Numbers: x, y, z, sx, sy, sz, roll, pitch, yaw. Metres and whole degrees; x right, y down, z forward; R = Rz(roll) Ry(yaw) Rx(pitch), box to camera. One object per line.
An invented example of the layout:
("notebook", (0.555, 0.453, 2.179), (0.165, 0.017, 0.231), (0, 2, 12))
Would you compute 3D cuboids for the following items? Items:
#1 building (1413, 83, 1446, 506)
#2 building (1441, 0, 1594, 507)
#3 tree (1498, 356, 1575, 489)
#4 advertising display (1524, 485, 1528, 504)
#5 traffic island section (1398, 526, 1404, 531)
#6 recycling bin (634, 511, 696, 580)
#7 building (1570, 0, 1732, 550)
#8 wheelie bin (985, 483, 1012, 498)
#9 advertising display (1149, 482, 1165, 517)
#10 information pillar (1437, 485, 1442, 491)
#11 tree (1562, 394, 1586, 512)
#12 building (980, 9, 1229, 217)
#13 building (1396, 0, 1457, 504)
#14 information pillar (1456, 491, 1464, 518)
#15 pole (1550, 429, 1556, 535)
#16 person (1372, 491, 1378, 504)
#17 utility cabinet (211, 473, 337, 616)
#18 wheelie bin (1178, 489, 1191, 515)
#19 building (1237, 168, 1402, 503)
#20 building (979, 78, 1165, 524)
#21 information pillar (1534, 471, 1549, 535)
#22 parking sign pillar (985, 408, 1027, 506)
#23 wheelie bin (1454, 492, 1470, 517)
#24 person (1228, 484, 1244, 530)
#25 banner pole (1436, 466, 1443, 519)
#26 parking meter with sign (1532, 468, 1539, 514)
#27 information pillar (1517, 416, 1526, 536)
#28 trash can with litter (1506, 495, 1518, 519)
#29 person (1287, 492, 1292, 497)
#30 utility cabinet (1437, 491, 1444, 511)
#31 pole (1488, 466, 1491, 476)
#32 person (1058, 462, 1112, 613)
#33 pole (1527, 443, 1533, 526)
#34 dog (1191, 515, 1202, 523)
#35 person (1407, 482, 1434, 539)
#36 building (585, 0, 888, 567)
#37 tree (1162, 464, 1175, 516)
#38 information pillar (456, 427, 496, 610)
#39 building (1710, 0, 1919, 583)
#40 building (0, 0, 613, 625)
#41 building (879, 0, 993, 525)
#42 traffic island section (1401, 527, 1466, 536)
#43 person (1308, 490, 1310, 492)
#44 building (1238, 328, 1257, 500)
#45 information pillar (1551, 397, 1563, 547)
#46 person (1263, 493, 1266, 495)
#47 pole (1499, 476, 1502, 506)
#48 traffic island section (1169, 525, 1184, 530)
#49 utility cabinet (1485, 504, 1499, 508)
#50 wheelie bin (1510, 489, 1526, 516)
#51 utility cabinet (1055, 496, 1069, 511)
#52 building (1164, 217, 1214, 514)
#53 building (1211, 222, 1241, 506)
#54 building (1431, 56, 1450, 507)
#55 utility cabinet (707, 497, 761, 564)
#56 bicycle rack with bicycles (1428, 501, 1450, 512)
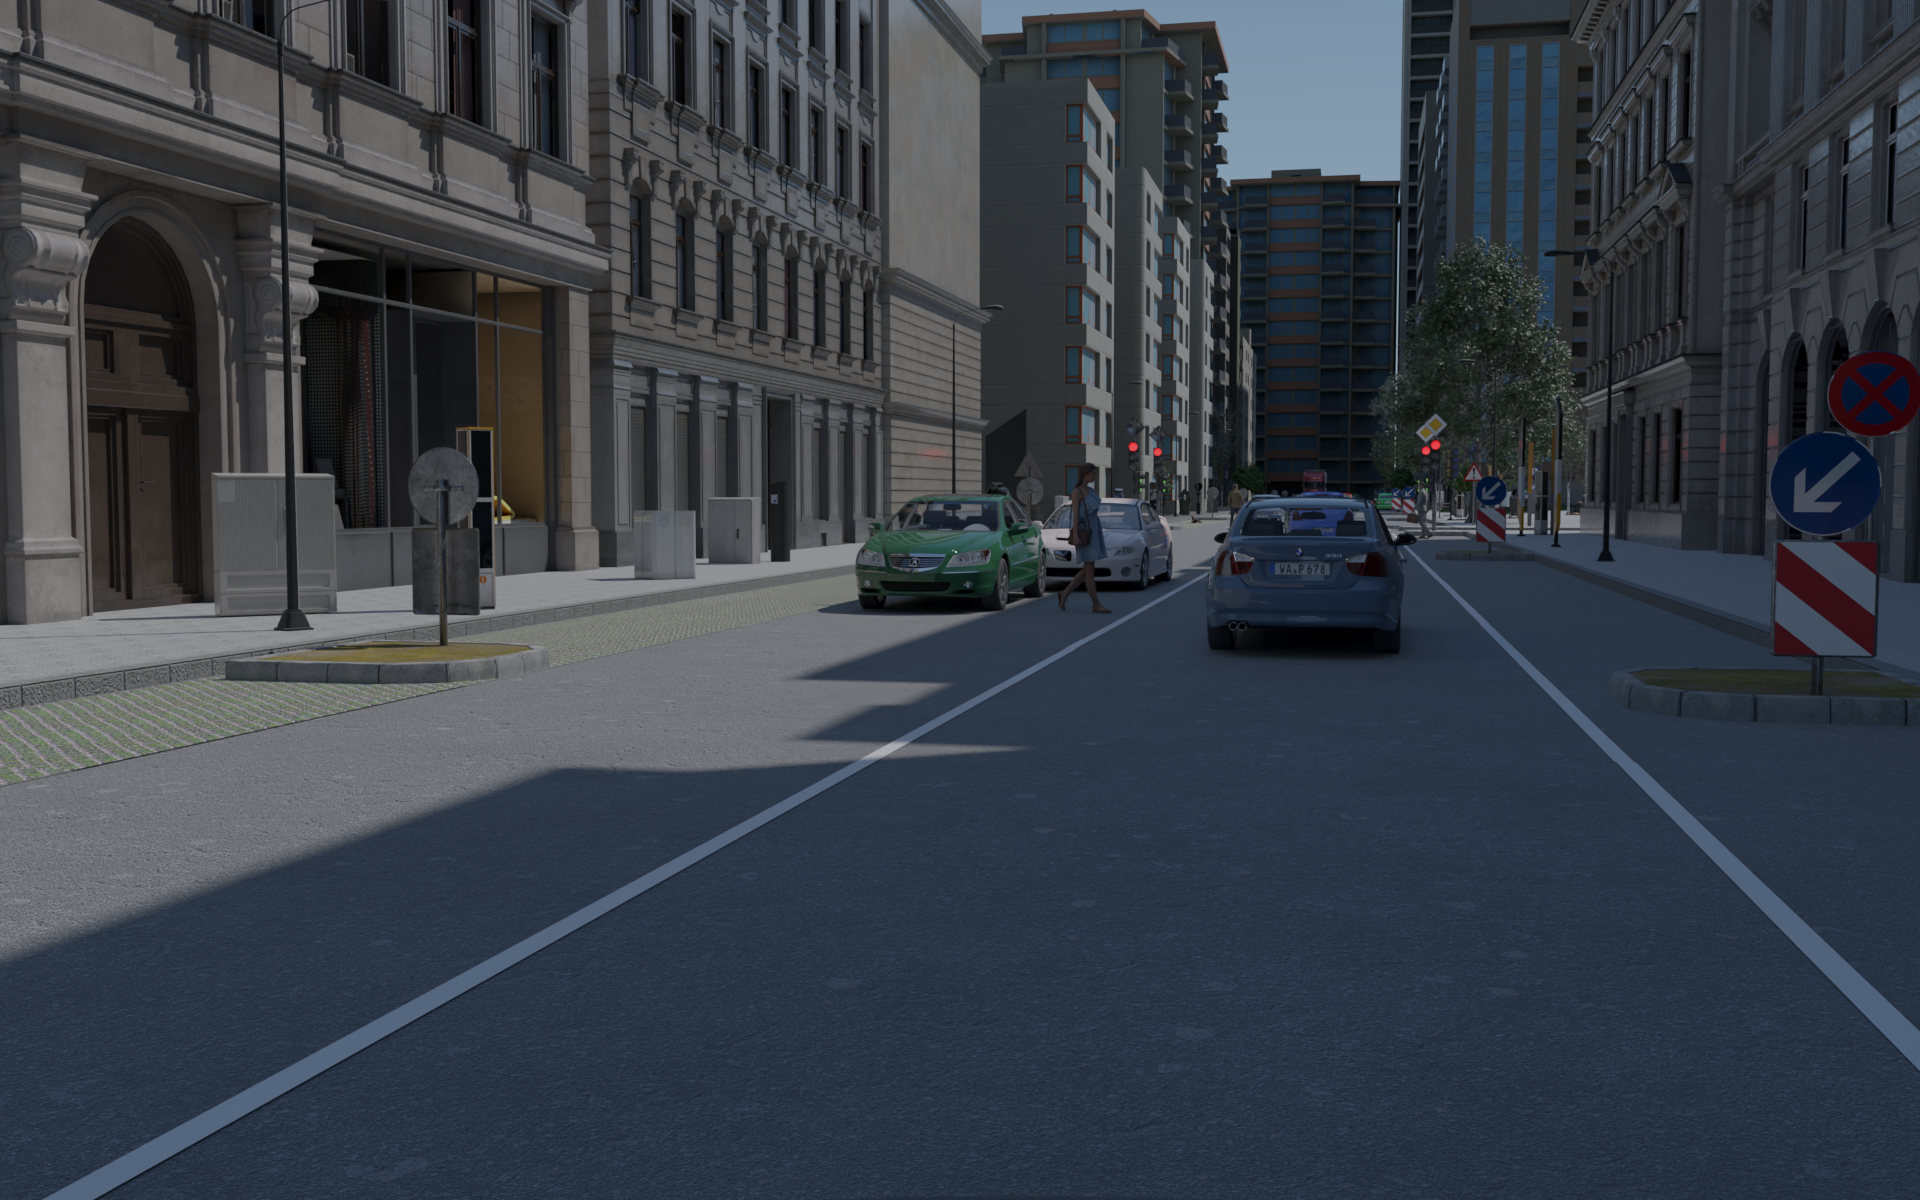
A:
("building", (63.345, -35.085, 197.343), (21.300, 48.544, 21.600), (1, 4, 13))
("building", (49.848, -30.621, 150.760), (14.600, 45.320, 14.200), (1, 4, 13))
("tree", (28.632, -8.298, 86.040), (4.737, 8.622, 4.395), (0, 3, 0))
("advertising display", (40.153, -7.127, 121.742), (0.974, 1.923, 0.123), (2, 4, 35))
("traffic island section", (18.318, -2.809, 68.216), (2.009, 0.180, 2.903), (1, 4, 13))
("recycling bin", (-4.476, -0.838, 26.250), (0.722, 1.027, 0.722), (-2, 4, -35))
("building", (23.058, -11.140, 46.765), (10.561, 19.102, 19.286), (1, 4, 13))
("wheelie bin", (1.025, -2.461, 48.153), (0.693, 1.594, 0.980), (2, 4, 29))
("advertising display", (10.643, -5.401, 93.525), (0.974, 1.923, 0.123), (3, 5, 43))
("information pillar", (37.671, -8.052, 136.149), (0.304, 2.012, 0.304), (-1, 4, -19))
("tree", (43.021, -10.503, 122.085), (4.360, 8.622, 3.978), (0, 3, 0))
("building", (13.238, -30.989, 161.293), (22.147, 44.769, 28.867), (1, 4, 13))
("building", (69.388, -48.508, 231.359), (20.611, 71.187, 20.563), (1, 4, 13))
("information pillar", (27.200, -5.485, 94.167), (0.304, 2.012, 0.304), (2, 4, 31))
("pole", (18.667, -3.703, 54.391), (0.158, 3.312, 0.155), (0, 3, 0))
("person", (37.622, -9.053, 157.073), (0.434, 1.755, 0.990), (2, 4, 29))
("utility cabinet", (-7.248, -0.590, 18.332), (1.173, 1.500, 0.318), (-2, 4, -33))
("wheelie bin", (13.672, -5.958, 105.316), (0.693, 1.594, 0.980), (-1, 4, -10))
("building", (44.980, -35.582, 236.385), (28.867, 44.769, 22.147), (1, 4, 13))
("building", (-5.004, -14.943, 89.352), (27.650, 21.520, 28.899), (1, 4, 13))
("information pillar", (18.296, -3.058, 54.493), (0.304, 2.012, 0.304), (-2, 4, -26))
("parking sign pillar", (1.447, -4.048, 54.664), (1.447, 3.967, 1.447), (0, 4, 1))
("wheelie bin", (27.962, -5.414, 96.420), (0.980, 1.594, 0.693), (-3, 5, -42))
("person", (11.133, -3.751, 69.735), (0.656, 1.842, 0.836), (-2, 4, -33))
("banner pole", (25.140, -6.156, 90.663), (0.401, 3.779, 0.863), (1, 4, 17))
("parking meter with sign", (37.353, -7.128, 112.810), (0.543, 3.016, 1.738), (1, 4, 20))
("information pillar", (17.032, -3.741, 52.520), (0.183, 3.616, 0.504), (0, 4, 5))
("trash can with litter", (28.692, -4.888, 90.984), (2.233, 1.210, 1.678), (0, 4, -5))
("person", (41.236, -12.667, 216.432), (1.217, 1.723, 0.721), (-2, 4, -24))
("utility cabinet", (36.764, -7.587, 132.724), (0.318, 1.500, 1.173), (2, 4, 32))
("pole", (37.489, -7.879, 122.662), (0.158, 3.312, 0.155), (0, 3, 0))
("person", (1.476, -0.753, 20.901), (0.778, 1.811, 0.616), (3, 4, 36))
("pole", (22.678, -4.590, 68.889), (0.158, 3.312, 0.155), (0, 3, 0))
("dog", (11.486, -3.925, 84.374), (0.550, 0.427, 0.748), (-2, 4, -33))
("person", (14.764, -2.863, 55.423), (0.853, 1.813, 0.709), (2, 4, 26))
("building", (-8.599, -11.635, 39.390), (9.793, 20.994, 18.267), (1, 4, 13))
("tree", (12.230, -6.641, 103.175), (1.663, 3.219, 1.824), (0, 3, 0))
("information pillar", (-5.371, -0.901, 19.227), (0.304, 2.012, 0.304), (-3, 5, -41))
("building", (19.716, -11.184, 24.663), (13.314, 21.916, 24.055), (1, 4, 13))
("building", (-14.855, -9.766, 10.579), (10.553, 20.767, 40.483), (1, 4, 13))
("building", (-16.868, -14.572, 57.344), (34.723, 24.649, 14.460), (1, 4, 13))
("traffic island section", (16.553, -2.333, 60.428), (2.009, 0.180, 2.903), (1, 4, 13))
("person", (36.531, -10.547, 181.084), (0.705, 1.807, 1.348), (0, 4, 2))
("building", (19.865, -22.095, 206.300), (28.899, 21.520, 27.650), (1, 4, 13))
("information pillar", (14.425, -3.084, 41.773), (0.183, 3.616, 0.504), (1, 4, 10))
("person", (39.555, -13.208, 225.126), (0.621, 1.740, 0.551), (-3, 5, -39))
("pole", (39.015, -8.023, 125.018), (0.158, 3.312, 0.155), (0, 3, 0))
("traffic island section", (8.038, -2.952, 70.543), (2.009, 0.180, 2.903), (1, 4, 13))
("utility cabinet", (31.451, -5.726, 102.298), (0.318, 1.500, 1.173), (3, 5, 42))
("wheelie bin", (32.614, -5.705, 101.190), (0.980, 1.594, 0.693), (-1, 4, -15))
("utility cabinet", (3.510, -2.958, 59.531), (0.306, 1.237, 1.020), (1, 4, 15))
("building", (3.234, -17.138, 125.252), (27.650, 21.520, 28.899), (1, 4, 13))
("building", (21.848, -25.081, 181.775), (14.160, 30.474, 14.107), (1, 4, 13))
("building", (58.826, -33.767, 171.702), (23.786, 49.044, 30.456), (1, 4, 13))
("utility cabinet", (-4.176, -1.273, 31.981), (1.020, 1.237, 0.306), (2, 4, 30))
("bicycle rack with bicycles", (35.410, -6.965, 127.255), (2.925, 0.926, 2.852), (0, 4, -4))
